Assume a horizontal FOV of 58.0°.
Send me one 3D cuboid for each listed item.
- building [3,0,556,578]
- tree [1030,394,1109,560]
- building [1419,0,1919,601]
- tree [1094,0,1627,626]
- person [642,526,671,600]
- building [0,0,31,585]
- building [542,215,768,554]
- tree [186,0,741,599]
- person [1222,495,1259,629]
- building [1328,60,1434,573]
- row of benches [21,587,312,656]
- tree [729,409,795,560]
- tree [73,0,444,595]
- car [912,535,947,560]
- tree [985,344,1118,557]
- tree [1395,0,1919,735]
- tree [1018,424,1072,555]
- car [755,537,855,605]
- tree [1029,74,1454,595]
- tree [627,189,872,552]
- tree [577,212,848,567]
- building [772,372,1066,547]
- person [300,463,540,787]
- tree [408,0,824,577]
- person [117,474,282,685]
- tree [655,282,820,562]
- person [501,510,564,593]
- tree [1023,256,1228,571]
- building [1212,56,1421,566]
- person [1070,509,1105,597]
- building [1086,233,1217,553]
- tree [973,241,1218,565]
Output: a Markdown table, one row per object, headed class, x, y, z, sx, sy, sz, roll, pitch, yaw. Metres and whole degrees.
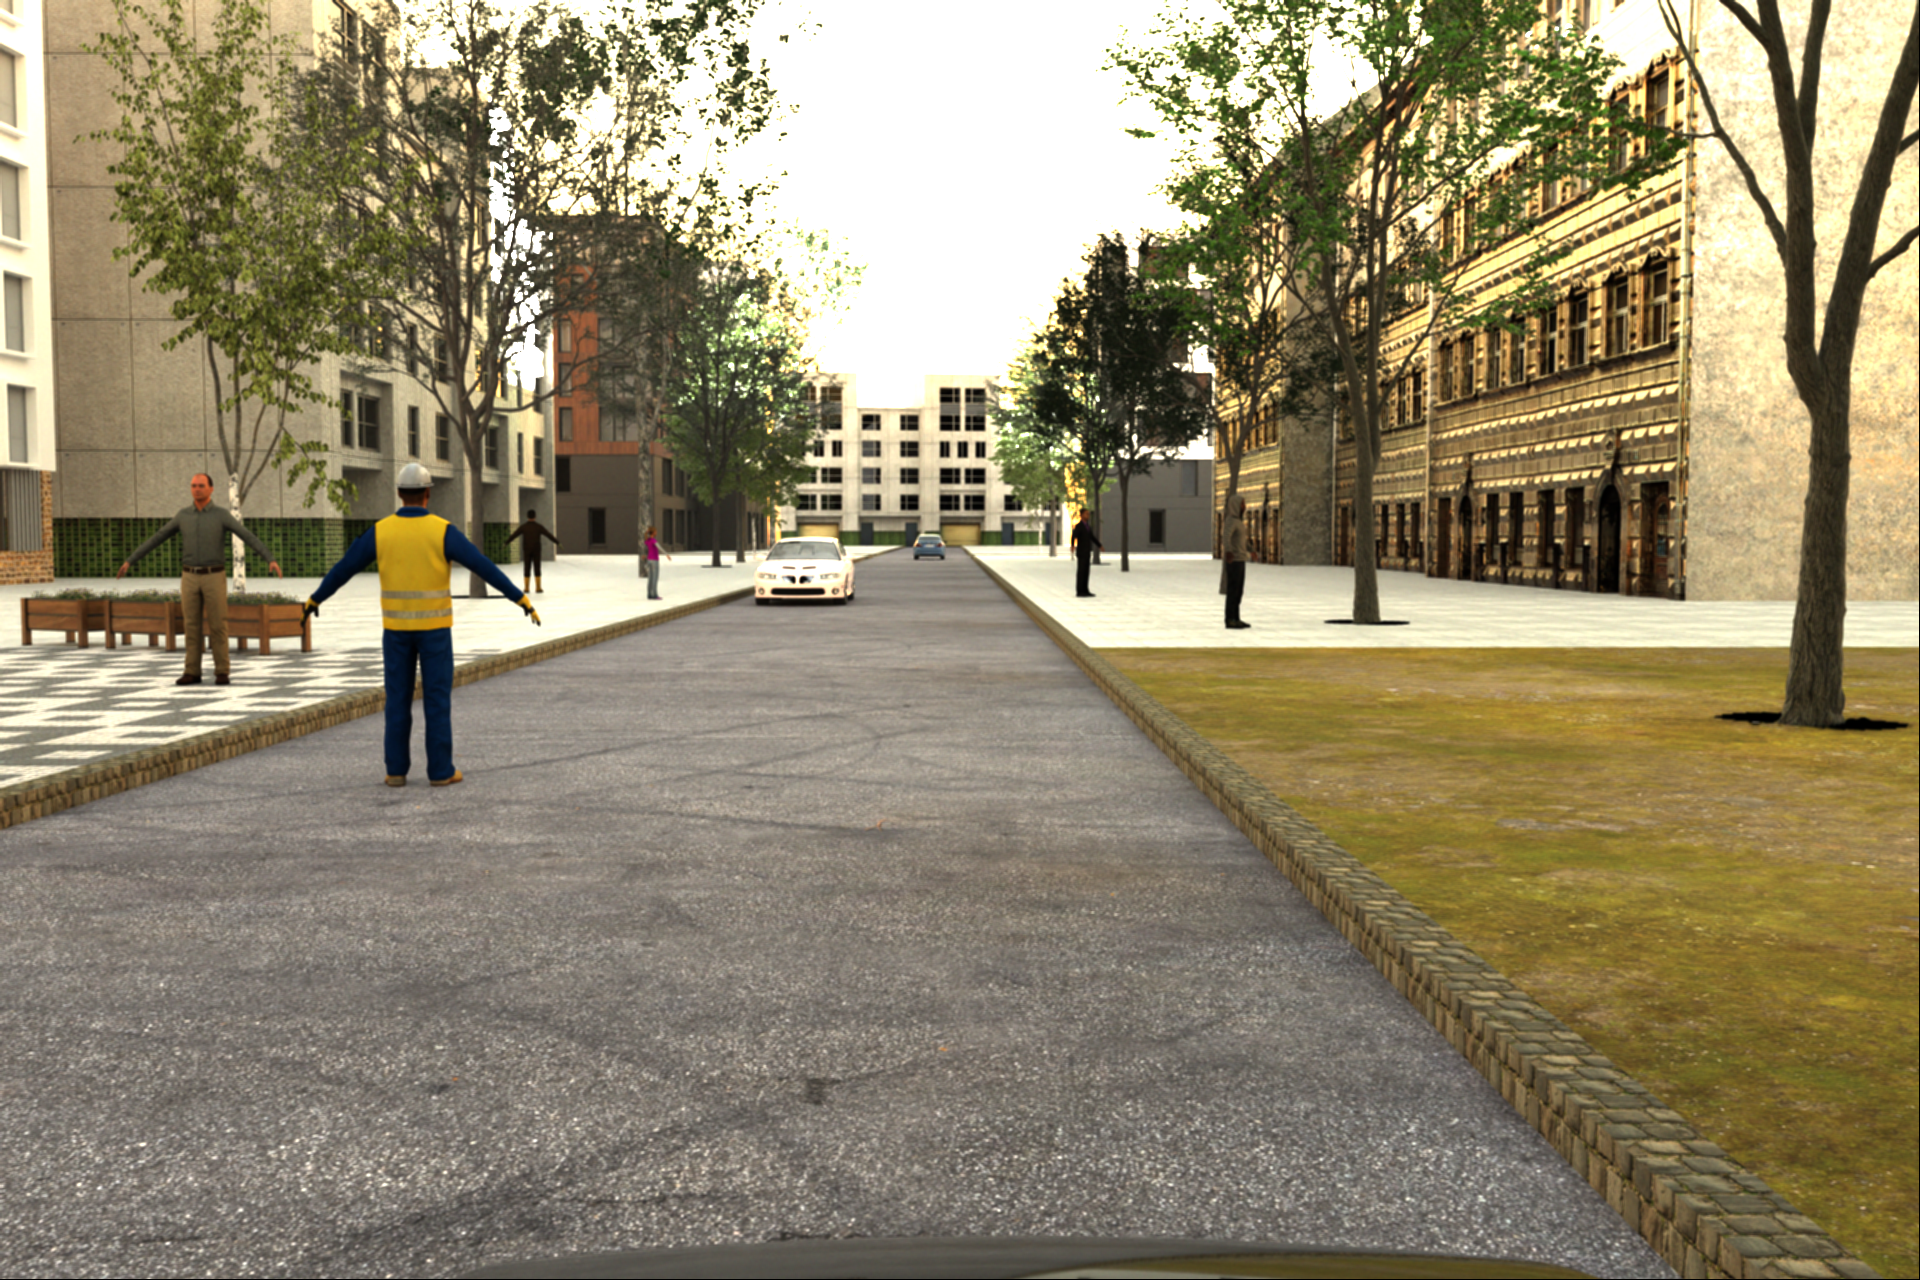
| class | x | y | z | sx | sy | sz | roll | pitch | yaw |
| --- | --- | --- | --- | --- | --- | --- | --- | --- | --- |
| building | -27.300 | -12.198 | 65.903 | 16.747 | 18.905 | 31.486 | 0 | 4 | -1 |
| tree | 5.577 | -8.226 | 84.854 | 4.360 | 8.622 | 3.978 | 0 | 3 | 0 |
| building | 23.035 | -12.879 | 41.498 | 19.493 | 23.208 | 18.063 | 0 | 3 | 0 |
| tree | 5.763 | -6.041 | 24.528 | 9.928 | 11.665 | 9.643 | 0 | 3 | 0 |
| person | -5.965 | -1.510 | 33.948 | 0.599 | 1.433 | 0.991 | -3 | 5 | -42 |
| building | -28.789 | -10.765 | 32.429 | 16.016 | 20.090 | 11.380 | 0 | 4 | -1 |
| building | -30.029 | -17.340 | 127.486 | 27.936 | 21.610 | 32.646 | 0 | 4 | 1 |
| tree | -9.609 | -7.567 | 34.093 | 12.009 | 13.543 | 11.850 | 0 | 3 | 0 |
| person | 3.784 | -1.068 | 23.596 | 0.705 | 1.813 | 1.348 | 2 | 4 | 25 |
| building | 24.335 | -14.022 | 60.183 | 19.493 | 23.208 | 18.063 | 0 | 4 | 0 |
| row of benches | -8.840 | -0.234 | 19.295 | 4.104 | 0.672 | 1.422 | 2 | 4 | 27 |
| tree | -10.263 | -8.351 | 86.897 | 4.737 | 8.622 | 4.395 | 0 | 3 | 0 |
| tree | -9.008 | -4.371 | 21.832 | 4.737 | 8.622 | 4.395 | 0 | 3 | 0 |
| car | -1.726 | -5.268 | 98.138 | 2.014 | 1.417 | 4.499 | 0 | 4 | 0 |
| tree | 4.837 | -10.936 | 96.933 | 7.486 | 12.596 | 7.792 | 0 | 3 | 0 |
| tree | 5.693 | -5.225 | 11.185 | 9.928 | 11.665 | 9.643 | 0 | 3 | 0 |
| tree | 4.724 | -9.459 | 105.009 | 4.360 | 8.622 | 3.978 | 0 | 3 | 0 |
| car | -3.222 | -1.477 | 36.505 | 2.083 | 1.381 | 4.827 | 0 | 4 | 0 |
| tree | 5.618 | -6.222 | 36.143 | 8.767 | 10.594 | 7.601 | 0 | 4 | 2 |
| tree | -11.642 | -14.705 | 96.312 | 12.611 | 20.169 | 13.585 | 0 | 3 | 0 |
| tree | -9.404 | -9.560 | 66.671 | 12.009 | 13.543 | 11.850 | 0 | 3 | 0 |
| building | -5.161 | -20.087 | 197.338 | 31.486 | 18.905 | 16.747 | -1 | 4 | -9 |
| person | -3.098 | -0.090 | 9.902 | 1.349 | 1.833 | 0.705 | 0 | 4 | -5 |
| tree | -10.388 | -11.852 | 49.666 | 12.611 | 20.169 | 13.585 | 0 | 3 | 0 |
| person | -6.462 | -0.521 | 14.787 | 1.348 | 1.796 | 0.705 | 0 | 4 | -6 |
| tree | -10.388 | -9.805 | 78.437 | 7.486 | 12.596 | 7.792 | 0 | 3 | 0 |
| person | -9.356 | -1.942 | 37.886 | 1.346 | 1.812 | 0.704 | 0 | 4 | -7 |
| tree | 5.386 | -7.623 | 59.048 | 7.601 | 10.594 | 8.767 | -3 | 4 | -36 |
| building | 22.211 | -15.154 | 78.701 | 19.493 | 23.208 | 18.063 | 0 | 4 | 0 |
| person | 2.559 | -1.788 | 35.465 | 0.704 | 1.802 | 1.346 | 2 | 4 | 32 |
| building | 23.492 | -17.751 | 134.199 | 27.936 | 21.610 | 32.646 | 0 | 4 | 0 |
| tree | 5.750 | -9.896 | 72.164 | 12.009 | 13.543 | 11.850 | 0 | 3 | 0 |
